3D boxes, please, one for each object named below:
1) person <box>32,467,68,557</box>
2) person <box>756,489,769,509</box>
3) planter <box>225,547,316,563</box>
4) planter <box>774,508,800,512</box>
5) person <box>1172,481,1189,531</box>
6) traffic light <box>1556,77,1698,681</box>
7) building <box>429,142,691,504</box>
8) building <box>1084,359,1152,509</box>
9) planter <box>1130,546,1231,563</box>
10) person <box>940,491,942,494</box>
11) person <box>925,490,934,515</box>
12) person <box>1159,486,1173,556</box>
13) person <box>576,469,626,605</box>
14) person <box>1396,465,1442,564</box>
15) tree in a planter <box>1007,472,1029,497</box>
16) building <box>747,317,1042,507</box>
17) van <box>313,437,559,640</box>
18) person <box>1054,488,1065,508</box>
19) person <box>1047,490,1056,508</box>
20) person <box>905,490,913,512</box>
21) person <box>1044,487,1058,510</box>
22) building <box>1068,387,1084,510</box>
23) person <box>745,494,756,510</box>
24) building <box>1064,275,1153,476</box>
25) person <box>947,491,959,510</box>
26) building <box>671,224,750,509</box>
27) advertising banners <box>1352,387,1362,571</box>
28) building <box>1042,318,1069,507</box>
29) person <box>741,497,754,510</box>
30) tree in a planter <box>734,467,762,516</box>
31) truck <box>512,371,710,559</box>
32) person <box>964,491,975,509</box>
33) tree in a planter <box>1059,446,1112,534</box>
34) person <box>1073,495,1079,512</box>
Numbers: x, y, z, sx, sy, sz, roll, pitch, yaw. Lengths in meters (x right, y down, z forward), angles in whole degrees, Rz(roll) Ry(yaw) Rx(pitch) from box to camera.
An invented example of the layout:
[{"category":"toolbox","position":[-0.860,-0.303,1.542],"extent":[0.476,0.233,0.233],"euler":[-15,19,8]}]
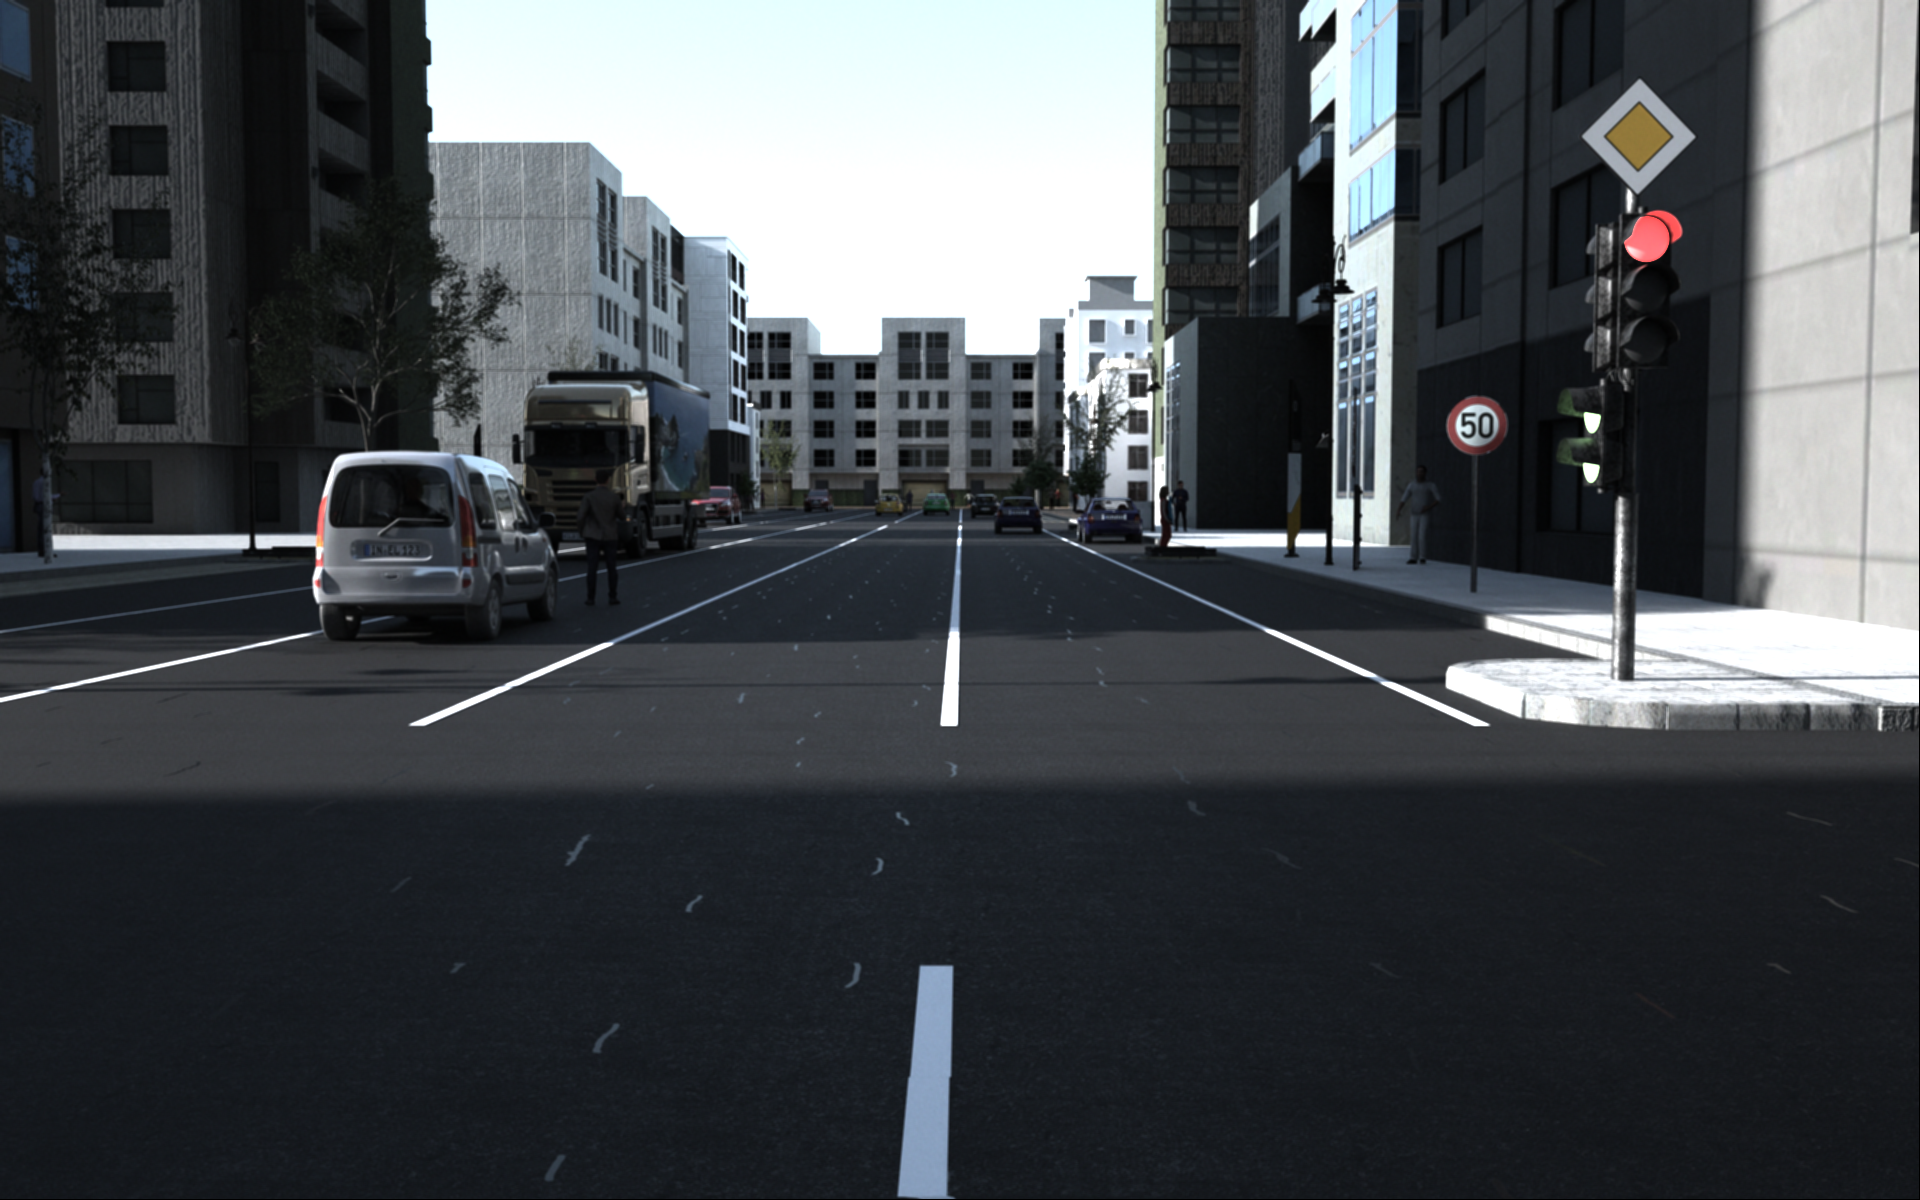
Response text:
[{"category":"person","position":[-18.525,-1.797,35.294],"extent":[0.709,1.838,0.599],"euler":[3,5,40]},{"category":"person","position":[-16.971,-8.685,148.731],"extent":[1.217,1.739,0.721],"euler":[0,4,-4]},{"category":"planter","position":[-14.156,-0.948,36.636],"extent":[1.991,0.319,1.994],"euler":[0,3,0]},{"category":"planter","position":[-14.026,-7.315,140.735],"extent":[1.991,0.319,1.994],"euler":[0,3,0]},{"category":"person","position":[7.571,-3.230,59.566],"extent":[0.576,1.737,0.504],"euler":[0,4,2]},{"category":"traffic light","position":[4.559,-1.402,11.850],"extent":[0.839,4.253,0.868],"euler":[0,3,0]},{"category":"building","position":[-26.900,-14.467,102.995],"extent":[16.747,18.905,31.486],"euler":[0,3,0]},{"category":"building","position":[13.419,-10.122,107.649],"extent":[9.099,9.664,28.070],"euler":[0,3,0]},{"category":"planter","position":[4.629,-0.956,36.776],"extent":[1.991,0.319,1.994],"euler":[0,3,0]},{"category":"person","position":[-1.777,-9.052,157.431],"extent":[0.436,1.711,0.756],"euler":[-2,4,-32]},{"category":"person","position":[-2.003,-6.841,121.077],"extent":[1.217,1.736,0.721],"euler":[-2,4,-33]},{"category":"person","position":[4.729,-1.798,39.605],"extent":[0.444,1.614,0.593],"euler":[2,4,31]},{"category":"person","position":[-4.675,-0.833,22.644],"extent":[0.617,1.759,0.750],"euler":[-1,4,-8]},{"category":"person","position":[8.358,-1.558,31.659],"extent":[0.875,1.805,0.789],"euler":[2,4,30]},{"category":"tree in a planter","position":[4.754,-8.784,140.838],"extent":[1.991,3.239,1.994],"euler":[0,3,0]},{"category":"building","position":[-7.840,-19.263,181.409],"extent":[31.486,18.905,16.747],"euler":[0,3,0]},{"category":"van","position":[-5.419,-0.693,18.342],"extent":[2.013,2.044,4.112],"euler":[0,4,-1]},{"category":"person","position":[9.301,-9.675,164.166],"extent":[1.348,1.831,0.705],"euler":[-2,4,-25]},{"category":"person","position":[8.839,-9.776,167.962],"extent":[1.348,1.869,0.705],"euler":[1,4,9]},{"category":"person","position":[-4.191,-8.025,140.149],"extent":[0.683,1.767,0.568],"euler":[-3,4,-37]},{"category":"person","position":[7.370,-8.163,139.514],"extent":[1.348,1.823,0.705],"euler":[3,5,41]},{"category":"building","position":[13.825,-11.836,135.666],"extent":[9.099,9.664,28.070],"euler":[0,3,0]},{"category":"person","position":[-16.394,-7.877,135.380],"extent":[0.990,1.755,0.434],"euler":[-2,4,-31]},{"category":"building","position":[17.461,-18.288,155.433],"extent":[16.016,20.091,11.380],"euler":[0,3,0]},{"category":"person","position":[-0.652,-9.157,158.941],"extent":[1.217,1.743,0.721],"euler":[2,4,25]},{"category":"building","position":[-32.359,-17.825,135.410],"extent":[27.936,21.610,32.646],"euler":[0,3,0]},{"category":"advertising banners","position":[6.699,-2.022,29.253],"extent":[0.090,3.025,2.074],"euler":[1,4,16]},{"category":"building","position":[23.646,-19.308,182.138],"extent":[31.486,18.905,16.747],"euler":[0,3,0]},{"category":"person","position":[-17.420,-8.282,142.133],"extent":[1.217,1.739,0.721],"euler":[-2,4,-35]},{"category":"tree in a planter","position":[-14.048,-7.124,113.702],"extent":[1.991,3.239,1.994],"euler":[0,3,0]},{"category":"truck","position":[-8.132,-3.233,41.772],"extent":[2.839,4.237,11.283],"euler":[0,4,1]},{"category":"person","position":[0.938,-9.483,164.331],"extent":[1.217,1.735,0.721],"euler":[2,4,25]},{"category":"tree in a planter","position":[4.657,-4.062,63.630],"extent":[1.991,3.239,1.994],"euler":[0,3,0]},{"category":"person","position":[8.184,-7.136,122.682],"extent":[0.705,1.831,1.348],"euler":[-1,4,-11]}]
